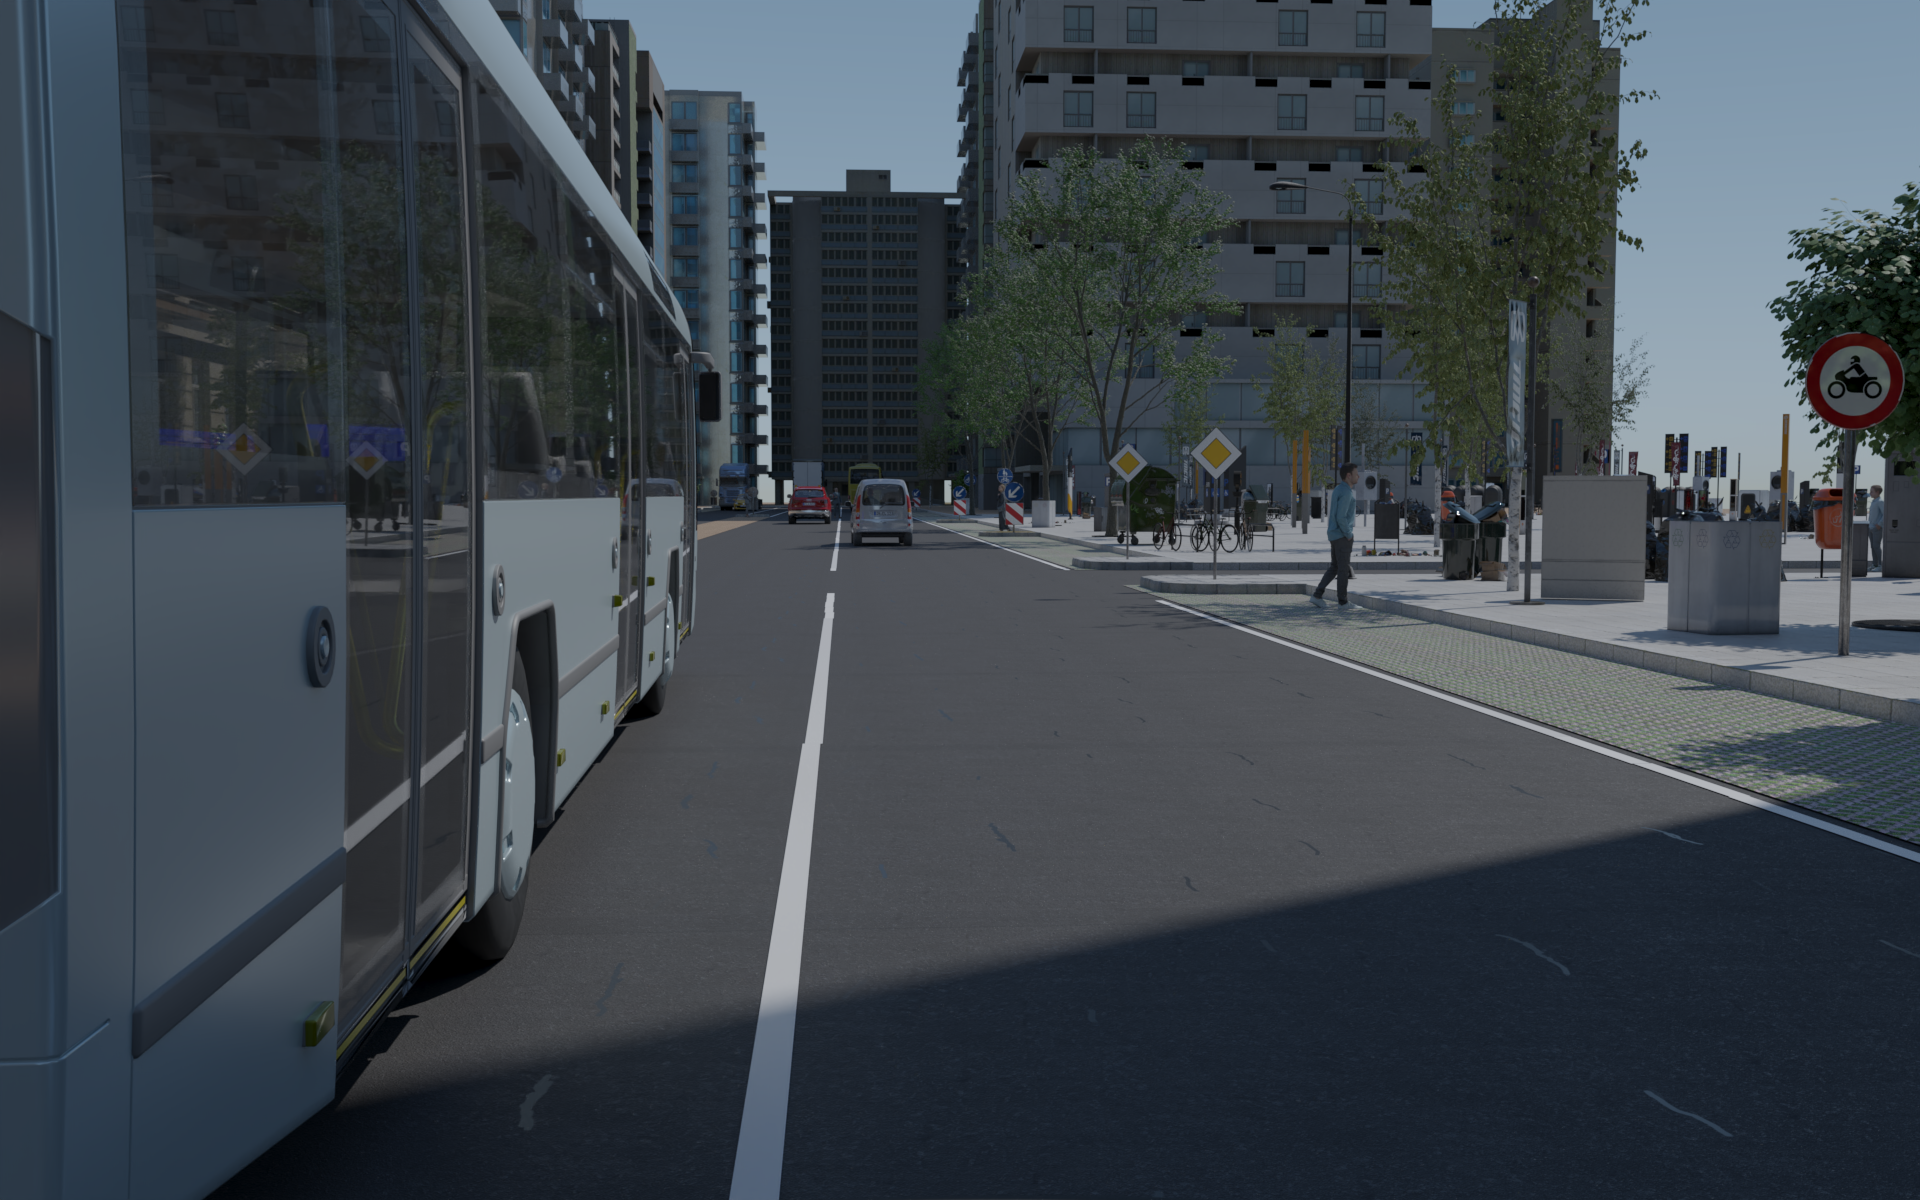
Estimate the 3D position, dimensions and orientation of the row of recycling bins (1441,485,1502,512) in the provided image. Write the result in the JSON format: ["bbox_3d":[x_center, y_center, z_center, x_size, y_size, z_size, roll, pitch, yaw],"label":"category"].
[{"bbox_3d":[23.866,-4.514,80.909,1.069,1.692,3.534,-2,4,-29],"label":"row of recycling bins"}]

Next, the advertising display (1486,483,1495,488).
[{"bbox_3d":[29.720,-5.631,97.276,0.974,1.923,0.123,-3,5,-44],"label":"advertising display"}]

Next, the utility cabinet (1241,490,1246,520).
[{"bbox_3d":[14.234,-4.663,84.926,0.318,1.500,1.173,-2,4,-26],"label":"utility cabinet"}]

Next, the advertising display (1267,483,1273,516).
[{"bbox_3d":[18.293,-5.934,102.242,0.123,1.923,0.974,0,4,-4],"label":"advertising display"}]

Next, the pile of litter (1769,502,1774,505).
[{"bbox_3d":[45.651,-5.057,96.643,1.176,0.858,1.719,1,4,13],"label":"pile of litter"}]

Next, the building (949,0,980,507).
[{"bbox_3d":[11.273,-33.452,166.552,23.786,49.044,30.456,0,4,-4],"label":"building"}]

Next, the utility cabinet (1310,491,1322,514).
[{"bbox_3d":[22.055,-6.060,107.752,0.318,1.500,1.173,-2,4,-26],"label":"utility cabinet"}]

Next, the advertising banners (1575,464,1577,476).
[{"bbox_3d":[31.850,-5.692,89.251,0.090,3.025,2.074,1,4,12],"label":"advertising banners"}]

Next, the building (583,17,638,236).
[{"bbox_3d":[-34.676,-28.191,144.510,14.154,41.232,14.086,0,4,-4],"label":"building"}]

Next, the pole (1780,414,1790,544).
[{"bbox_3d":[20.986,-3.072,44.074,0.158,3.312,0.155,0,3,0],"label":"pole"}]

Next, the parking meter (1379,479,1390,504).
[{"bbox_3d":[16.236,-3.701,66.215,0.399,1.863,0.255,-3,5,-41],"label":"parking meter"}]

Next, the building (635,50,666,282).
[{"bbox_3d":[-37.080,-31.942,172.358,14.200,45.320,14.600,0,4,-4],"label":"building"}]

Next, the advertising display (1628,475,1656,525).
[{"bbox_3d":[23.375,-3.320,59.491,0.974,1.923,0.123,1,4,21],"label":"advertising display"}]

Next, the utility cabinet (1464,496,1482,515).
[{"bbox_3d":[19.394,-3.326,65.540,0.306,1.237,1.020,0,4,-6],"label":"utility cabinet"}]

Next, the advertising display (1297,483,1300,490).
[{"bbox_3d":[18.904,-5.611,96.957,0.123,1.923,0.974,1,4,16],"label":"advertising display"}]

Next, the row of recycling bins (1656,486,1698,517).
[{"bbox_3d":[41.019,-5.743,101.011,3.534,1.692,1.069,1,4,12],"label":"row of recycling bins"}]

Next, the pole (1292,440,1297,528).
[{"bbox_3d":[12.739,-4.410,65.954,0.158,3.312,0.155,0,3,0],"label":"pole"}]

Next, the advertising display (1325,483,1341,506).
[{"bbox_3d":[22.352,-6.014,103.549,0.974,1.923,0.123,1,4,18],"label":"advertising display"}]

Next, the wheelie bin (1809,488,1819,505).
[{"bbox_3d":[46.771,-5.314,94.789,0.980,1.594,0.693,-1,4,-18],"label":"wheelie bin"}]

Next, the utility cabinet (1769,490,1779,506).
[{"bbox_3d":[48.801,-5.861,104.502,0.318,1.500,1.173,-2,4,-29],"label":"utility cabinet"}]

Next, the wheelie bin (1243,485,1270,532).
[{"bbox_3d":[10.001,-3.107,58.711,0.980,1.594,0.693,-3,4,-36],"label":"wheelie bin"}]

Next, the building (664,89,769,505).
[{"bbox_3d":[-38.034,-35.768,204.423,30.456,49.044,23.786,0,4,-4],"label":"building"}]

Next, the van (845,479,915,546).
[{"bbox_3d":[-2.254,-2.583,49.245,2.013,2.044,4.112,0,4,-5],"label":"van"}]

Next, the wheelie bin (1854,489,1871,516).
[{"bbox_3d":[52.235,-5.654,100.344,0.980,1.594,0.693,1,4,21],"label":"wheelie bin"}]

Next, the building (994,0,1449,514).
[{"bbox_3d":[16.855,-32.678,123.518,28.713,52.752,27.495,0,4,-4],"label":"building"}]

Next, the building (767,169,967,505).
[{"bbox_3d":[-11.111,-31.692,210.052,23.993,40.220,32.217,0,4,-4],"label":"building"}]

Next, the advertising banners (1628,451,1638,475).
[{"bbox_3d":[27.233,-4.614,71.630,0.090,3.025,2.074,-2,4,-24],"label":"advertising banners"}]

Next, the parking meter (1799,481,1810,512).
[{"bbox_3d":[36.530,-4.235,74.945,0.255,1.863,0.399,0,4,-7],"label":"parking meter"}]

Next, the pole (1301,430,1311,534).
[{"bbox_3d":[11.067,-3.771,55.500,0.158,3.312,0.155,0,3,0],"label":"pole"}]

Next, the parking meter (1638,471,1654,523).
[{"bbox_3d":[17.270,-2.319,43.627,0.399,1.863,0.255,1,4,23],"label":"parking meter"}]

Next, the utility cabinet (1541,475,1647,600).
[{"bbox_3d":[7.659,-0.749,20.932,1.173,1.500,0.318,1,4,22],"label":"utility cabinet"}]

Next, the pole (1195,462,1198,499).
[{"bbox_3d":[14.796,-6.998,108.255,0.158,3.312,0.155,0,3,0],"label":"pole"}]

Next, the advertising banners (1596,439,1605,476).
[{"bbox_3d":[20.519,-3.583,54.766,0.090,3.025,2.074,0,4,4],"label":"advertising banners"}]

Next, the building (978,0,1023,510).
[{"bbox_3d":[8.411,-28.179,144.318,14.154,41.232,14.086,0,4,-4],"label":"building"}]

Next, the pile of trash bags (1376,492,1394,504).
[{"bbox_3d":[23.110,-5.043,92.204,1.912,1.369,3.447,0,4,2],"label":"pile of trash bags"}]

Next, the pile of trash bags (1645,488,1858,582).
[{"bbox_3d":[11.745,-0.998,26.077,3.447,1.369,1.912,0,4,-3],"label":"pile of trash bags"}]

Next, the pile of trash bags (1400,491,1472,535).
[{"bbox_3d":[15.021,-2.715,54.145,1.912,1.369,3.447,0,4,6],"label":"pile of trash bags"}]

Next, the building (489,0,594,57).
[{"bbox_3d":[-37.964,-30.713,121.770,23.786,49.044,30.456,0,4,-4],"label":"building"}]

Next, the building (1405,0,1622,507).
[{"bbox_3d":[54.072,-33.709,174.836,21.600,48.544,21.300,0,4,-4],"label":"building"}]

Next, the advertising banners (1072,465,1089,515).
[{"bbox_3d":[7.238,-6.653,104.969,0.090,3.025,2.074,3,4,37],"label":"advertising banners"}]

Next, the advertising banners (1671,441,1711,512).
[{"bbox_3d":[24.071,-3.728,57.143,0.090,3.025,2.074,-1,4,-12],"label":"advertising banners"}]

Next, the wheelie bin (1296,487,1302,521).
[{"bbox_3d":[16.197,-4.567,82.578,0.693,1.594,0.980,0,4,8],"label":"wheelie bin"}]

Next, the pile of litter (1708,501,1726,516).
[{"bbox_3d":[44.890,-5.449,103.058,1.176,0.858,1.719,0,4,6],"label":"pile of litter"}]

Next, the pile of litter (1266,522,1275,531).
[{"bbox_3d":[10.592,-2.875,60.978,1.719,0.858,1.176,-3,5,-44],"label":"pile of litter"}]

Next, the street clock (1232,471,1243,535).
[{"bbox_3d":[8.725,-3.053,54.488,0.358,2.002,0.471,1,4,13],"label":"street clock"}]
